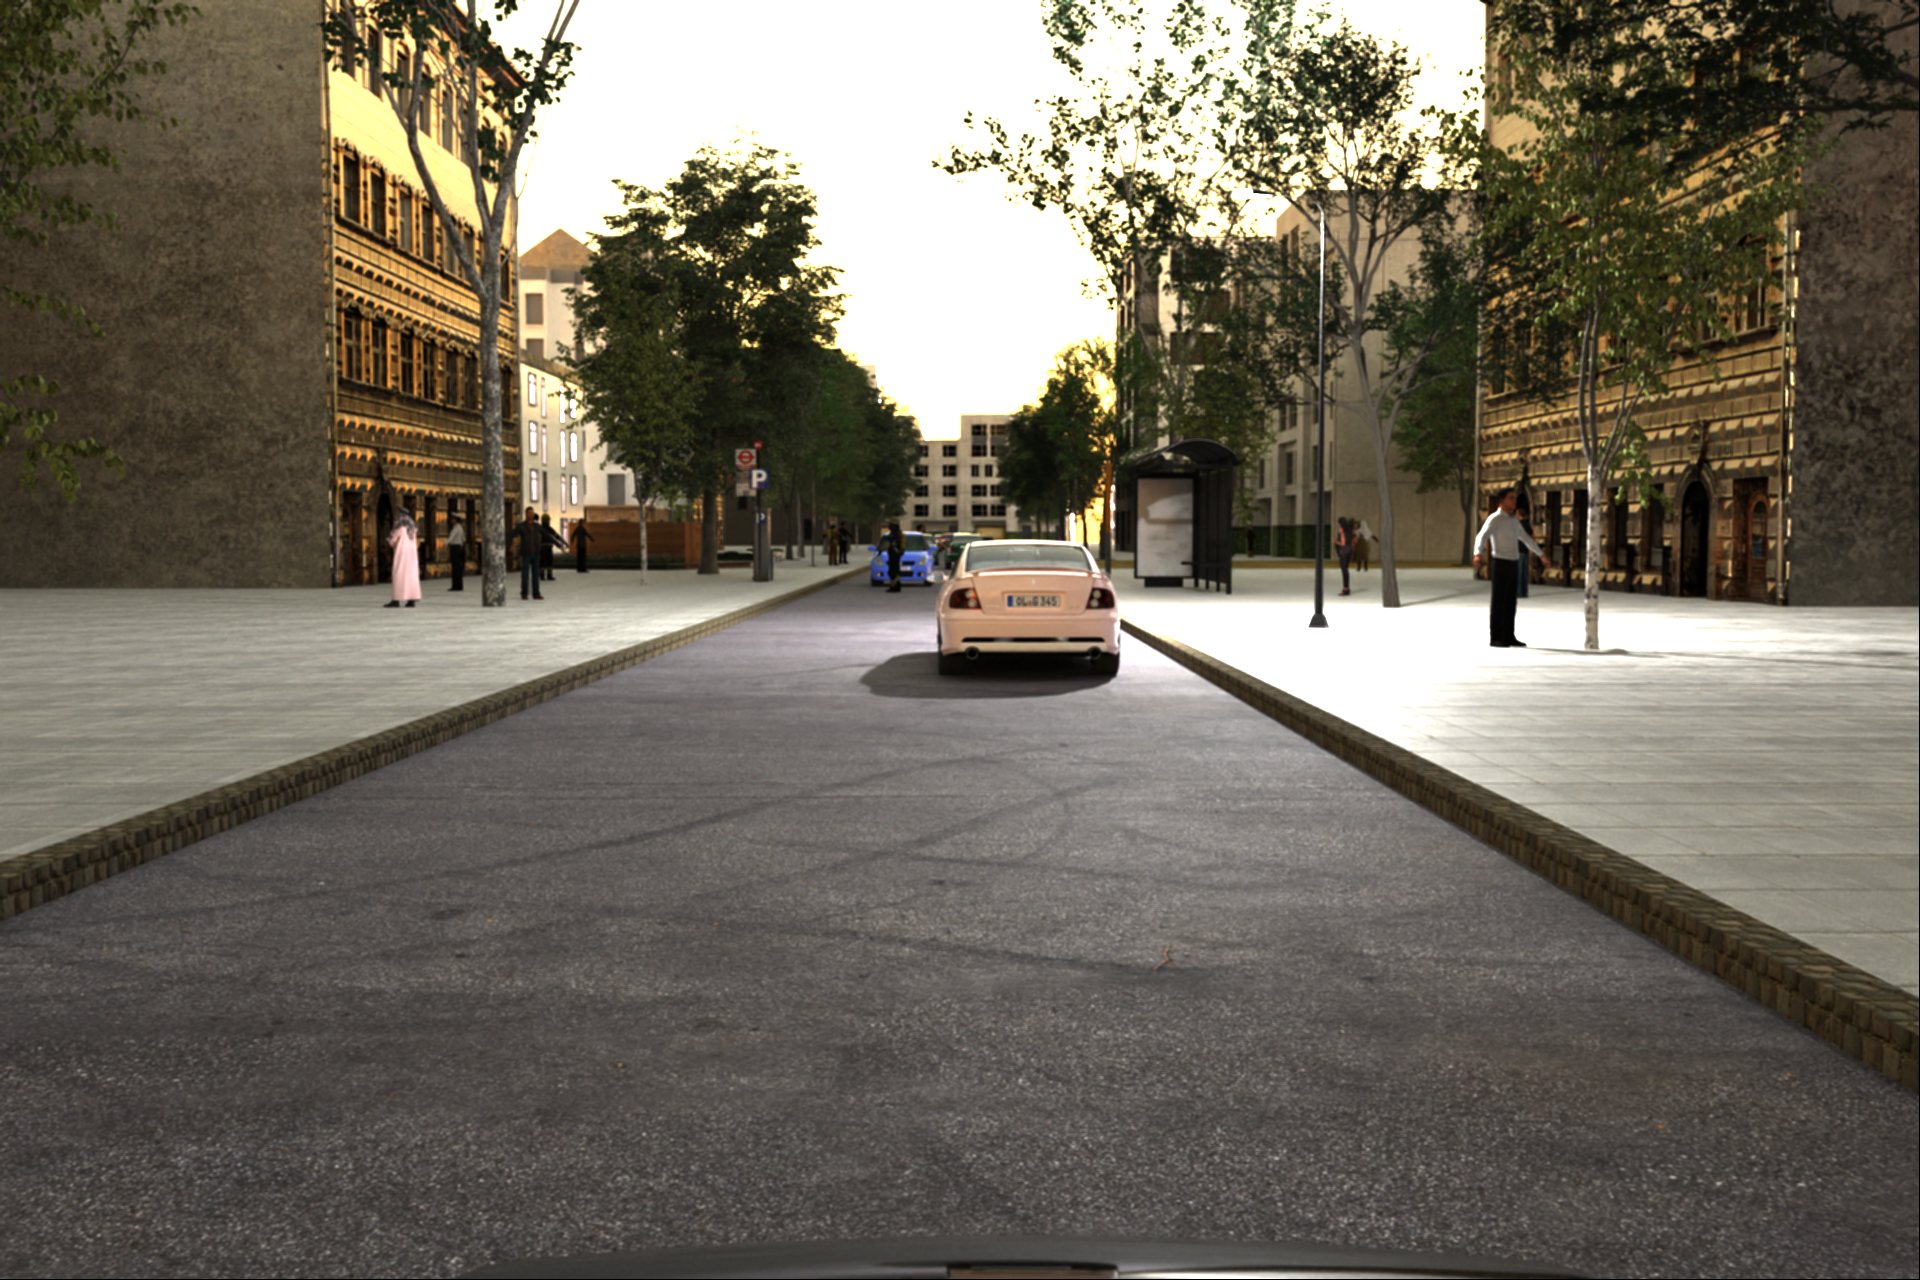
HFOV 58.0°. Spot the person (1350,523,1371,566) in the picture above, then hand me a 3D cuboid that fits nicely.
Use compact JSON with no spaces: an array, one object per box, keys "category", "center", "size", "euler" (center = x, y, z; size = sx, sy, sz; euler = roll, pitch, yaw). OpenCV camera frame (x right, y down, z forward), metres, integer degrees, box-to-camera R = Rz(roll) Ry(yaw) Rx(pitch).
[{"category":"person","center":[16.116,-3.901,70.582],"size":[1.217,1.733,0.721],"euler":[0,4,2]}]

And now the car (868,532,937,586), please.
[{"category":"car","center":[-1.591,-2.381,48.524],"size":[1.945,1.707,3.694],"euler":[0,4,0]}]

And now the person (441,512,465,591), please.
[{"category":"person","center":[-11.485,-2.004,39.225],"size":[0.721,1.778,1.216],"euler":[0,4,3]}]

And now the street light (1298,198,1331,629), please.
[{"category":"street light","center":[5.428,-3.111,23.407],"size":[1.470,5.913,1.316],"euler":[0,4,0]}]

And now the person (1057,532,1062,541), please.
[{"category":"person","center":[5.903,-5.601,100.847],"size":[0.599,1.433,0.991],"euler":[0,4,8]}]

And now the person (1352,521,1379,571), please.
[{"category":"person","center":[13.932,-3.256,60.004],"size":[1.217,1.736,0.721],"euler":[0,4,-1]}]

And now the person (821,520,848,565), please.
[{"category":"person","center":[-5.190,-3.996,71.104],"size":[1.354,1.858,0.705],"euler":[2,4,31]}]

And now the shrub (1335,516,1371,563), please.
[{"category":"shrub","center":[17.661,-4.516,77.877],"size":[1.661,2.075,1.752],"euler":[0,3,0]}]

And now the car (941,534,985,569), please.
[{"category":"car","center":[0.290,-3.671,71.824],"size":[2.131,1.459,4.920],"euler":[0,4,-1]}]

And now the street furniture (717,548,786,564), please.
[{"category":"street furniture","center":[-12.750,-3.816,78.013],"size":[10.072,0.657,5.734],"euler":[1,4,22]}]

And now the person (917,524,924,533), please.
[{"category":"person","center":[-1.491,-3.549,66.669],"size":[0.705,1.806,1.347],"euler":[0,4,-1]}]

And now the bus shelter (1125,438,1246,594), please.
[{"category":"bus shelter","center":[5.012,-2.776,39.315],"size":[2.014,3.302,5.546],"euler":[0,4,0]}]

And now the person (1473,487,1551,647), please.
[{"category":"person","center":[6.226,-0.828,19.702],"size":[1.344,1.810,0.704],"euler":[-3,4,-37]}]

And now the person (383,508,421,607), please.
[{"category":"person","center":[-9.780,-1.451,30.438],"size":[0.621,1.740,0.551],"euler":[0,4,7]}]

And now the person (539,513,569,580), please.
[{"category":"person","center":[-11.483,-2.589,48.091],"size":[0.704,1.858,1.351],"euler":[3,5,42]}]

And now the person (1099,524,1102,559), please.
[{"category":"person","center":[7.446,-5.170,90.658],"size":[0.705,1.813,1.348],"euler":[1,4,13]}]

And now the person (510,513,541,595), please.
[{"category":"person","center":[-9.171,-1.826,36.631],"size":[0.721,1.739,1.217],"euler":[1,4,14]}]

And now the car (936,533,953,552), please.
[{"category":"car","center":[-0.836,-8.034,140.389],"size":[2.155,1.783,4.494],"euler":[0,3,0]}]

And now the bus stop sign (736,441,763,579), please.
[{"category":"bus stop sign","center":[-5.984,-3.725,49.599],"size":[0.855,3.939,0.416],"euler":[0,4,-1]}]

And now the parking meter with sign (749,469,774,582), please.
[{"category":"parking meter with sign","center":[-5.342,-3.099,46.935],"size":[0.543,3.016,1.738],"euler":[0,4,0]}]

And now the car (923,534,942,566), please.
[{"category":"car","center":[-1.886,-4.183,80.196],"size":[2.131,1.459,4.920],"euler":[0,4,0]}]

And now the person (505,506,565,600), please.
[{"category":"person","center":[-8.406,-1.704,33.924],"size":[1.348,1.821,0.705],"euler":[-3,4,-36]}]

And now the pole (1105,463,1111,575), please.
[{"category":"pole","center":[4.272,-3.428,49.896],"size":[0.158,3.312,0.155],"euler":[0,3,0]}]

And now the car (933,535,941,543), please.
[{"category":"car","center":[-1.717,-8.835,156.814],"size":[2.083,1.381,4.827],"euler":[0,4,0]}]

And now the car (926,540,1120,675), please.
[{"category":"car","center":[0.671,-0.405,18.980],"size":[2.083,1.381,4.827],"euler":[0,4,-1]}]

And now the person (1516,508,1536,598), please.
[{"category":"person","center":[11.290,-1.758,34.960],"size":[1.348,1.803,0.705],"euler":[-3,5,-41]}]

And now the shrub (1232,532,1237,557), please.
[{"category":"shrub","center":[11.806,-4.547,78.761],"size":[1.690,2.028,1.600],"euler":[0,3,0]}]

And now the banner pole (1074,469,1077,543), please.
[{"category":"banner pole","center":[4.436,-4.671,66.387],"size":[0.401,3.779,0.863],"euler":[0,4,-1]}]

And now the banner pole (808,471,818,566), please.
[{"category":"banner pole","center":[-5.873,-4.853,69.356],"size":[0.401,3.779,0.863],"euler":[0,4,1]}]

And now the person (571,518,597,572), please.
[{"category":"person","center":[-12.646,-3.169,57.986],"size":[1.348,1.807,0.705],"euler":[3,5,40]}]

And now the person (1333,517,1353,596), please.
[{"category":"person","center":[7.988,-1.752,36.165],"size":[0.415,1.643,0.593],"euler":[0,4,-3]}]

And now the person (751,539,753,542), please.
[{"category":"person","center":[-9.931,-4.787,84.532],"size":[0.705,1.796,1.348],"euler":[-1,4,-19]}]

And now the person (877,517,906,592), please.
[{"category":"person","center":[-1.640,-2.109,42.716],"size":[0.705,1.856,1.354],"euler":[2,4,24]}]

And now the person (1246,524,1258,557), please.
[{"category":"person","center":[16.091,-5.480,95.731],"size":[0.704,1.812,1.346],"euler":[3,4,37]}]

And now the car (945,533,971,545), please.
[{"category":"car","center":[0.108,-5.303,96.296],"size":[1.945,1.707,3.694],"euler":[0,3,0]}]

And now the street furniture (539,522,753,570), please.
[{"category":"street furniture","center":[-13.180,-3.598,65.682],"size":[9.812,1.723,11.010],"euler":[1,4,23]}]

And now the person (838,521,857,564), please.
[{"category":"person","center":[-5.053,-4.222,74.967],"size":[1.347,1.837,0.705],"euler":[2,4,31]}]

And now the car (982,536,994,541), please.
[{"category":"car","center":[1.103,-4.815,91.300],"size":[1.945,1.354,3.894],"euler":[0,4,-1]}]
